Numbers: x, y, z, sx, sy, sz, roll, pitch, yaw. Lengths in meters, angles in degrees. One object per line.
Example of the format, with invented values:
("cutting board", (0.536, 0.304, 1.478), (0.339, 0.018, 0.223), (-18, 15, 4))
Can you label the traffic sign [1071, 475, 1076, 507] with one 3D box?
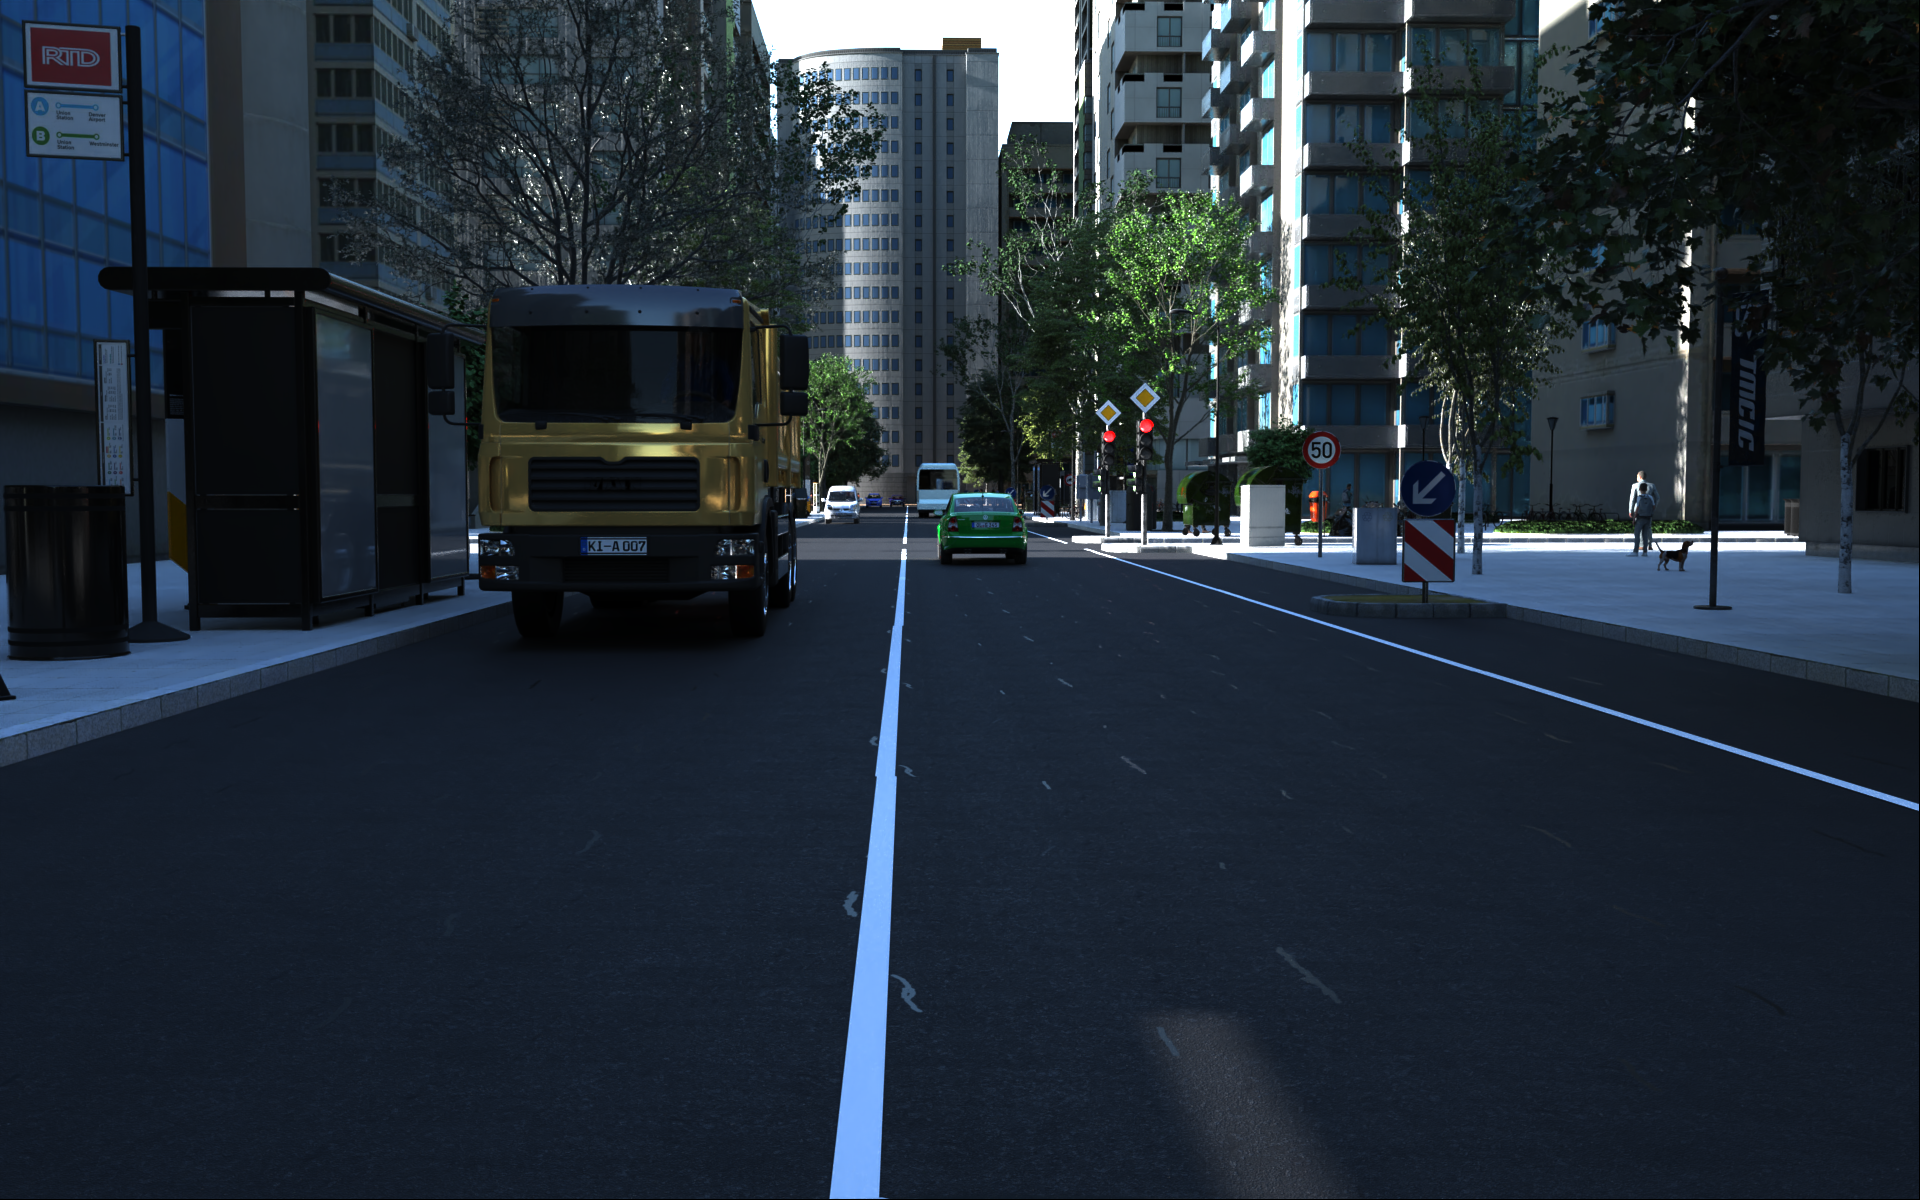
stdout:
("traffic sign", (7.049, -6.712, 109.840), (0.768, 2.556, 0.104), (0, 4, 5))

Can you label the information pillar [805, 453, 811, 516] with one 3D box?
("information pillar", (-8.792, -6.609, 99.405), (0.504, 3.616, 0.183), (-3, 5, -44))

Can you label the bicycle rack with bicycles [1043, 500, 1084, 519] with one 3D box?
("bicycle rack with bicycles", (5.937, -5.188, 98.199), (2.852, 0.926, 2.925), (1, 4, 10))

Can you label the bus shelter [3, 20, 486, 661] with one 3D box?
("bus shelter", (-6.936, -2.440, 17.518), (2.179, 5.291, 8.768), (0, 4, -2))

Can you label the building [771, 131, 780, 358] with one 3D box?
("building", (-26.576, -30.734, 186.092), (14.086, 41.232, 14.154), (0, 4, -2))

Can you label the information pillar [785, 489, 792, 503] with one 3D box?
("information pillar", (-8.743, -5.134, 88.425), (0.304, 2.012, 0.304), (0, 4, 6))

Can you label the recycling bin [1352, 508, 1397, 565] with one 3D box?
("recycling bin", (7.606, -1.176, 31.790), (0.722, 1.027, 0.722), (0, 4, 5))

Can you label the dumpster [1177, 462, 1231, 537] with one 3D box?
("dumpster", (7.507, -3.082, 52.878), (1.502, 2.255, 1.985), (0, 4, -2))

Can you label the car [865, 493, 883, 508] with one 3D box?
("car", (-9.122, -10.652, 183.745), (1.945, 1.707, 3.694), (0, 4, -2))

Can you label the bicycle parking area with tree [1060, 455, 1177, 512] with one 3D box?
("bicycle parking area with tree", (10.885, -8.325, 123.118), (9.016, 4.147, 8.231), (0, 4, 6))

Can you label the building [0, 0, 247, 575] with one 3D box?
("building", (-21.955, -23.142, 28.478), (14.200, 45.320, 14.600), (0, 4, -2))

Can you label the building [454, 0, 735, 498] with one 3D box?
("building", (-20.860, -25.566, 101.594), (14.154, 41.232, 14.086), (0, 4, -2))

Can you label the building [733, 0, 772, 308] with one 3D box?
("building", (-29.423, -33.087, 164.668), (21.300, 48.544, 21.600), (0, 4, -2))

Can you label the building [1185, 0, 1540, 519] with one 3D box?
("building", (26.237, -29.342, 99.343), (23.786, 49.044, 30.456), (0, 4, -2))

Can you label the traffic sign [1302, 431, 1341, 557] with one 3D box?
("traffic sign", (7.303, -2.137, 35.050), (0.768, 2.556, 0.104), (0, 4, 7))

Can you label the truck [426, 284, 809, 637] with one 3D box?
("truck", (-3.287, -1.442, 19.501), (3.469, 3.379, 9.791), (0, 4, -3))

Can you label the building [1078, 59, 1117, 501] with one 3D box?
("building", (18.243, -29.567, 167.014), (14.154, 41.232, 14.086), (0, 4, -2))

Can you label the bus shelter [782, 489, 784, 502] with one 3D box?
("bus shelter", (-10.004, -6.131, 91.527), (1.731, 3.624, 6.357), (0, 4, -2))

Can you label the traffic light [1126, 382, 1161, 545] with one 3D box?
("traffic light", (4.625, -3.345, 43.612), (0.839, 4.253, 0.868), (0, 4, -2))

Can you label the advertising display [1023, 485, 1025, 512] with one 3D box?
("advertising display", (4.500, -7.109, 121.442), (0.123, 1.923, 0.974), (0, 4, 4))

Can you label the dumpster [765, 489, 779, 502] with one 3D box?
("dumpster", (-8.974, -4.532, 79.853), (1.264, 1.857, 1.865), (0, 4, -2))

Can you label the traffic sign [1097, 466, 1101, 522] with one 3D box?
("traffic sign", (6.441, -4.898, 80.090), (0.884, 2.594, 0.081), (0, 4, -1))

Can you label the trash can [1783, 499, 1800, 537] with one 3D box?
("trash can", (25.626, -2.536, 53.119), (0.748, 1.137, 0.748), (0, 3, 0))

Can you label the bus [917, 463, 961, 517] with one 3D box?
("bus", (-1.356, -7.021, 109.652), (2.948, 3.499, 13.247), (0, 4, -1))

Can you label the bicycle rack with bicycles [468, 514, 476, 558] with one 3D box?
("bicycle rack with bicycles", (-8.314, -1.096, 31.294), (2.852, 0.926, 2.925), (-1, 4, -15))

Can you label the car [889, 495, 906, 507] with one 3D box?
("car", (-7.122, -11.253, 196.574), (1.945, 1.354, 3.894), (0, 4, -2))

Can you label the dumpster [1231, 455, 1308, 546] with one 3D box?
("dumpster", (7.841, -2.520, 43.689), (1.502, 2.255, 1.985), (0, 4, -2))

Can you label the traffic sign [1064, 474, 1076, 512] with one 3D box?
("traffic sign", (6.954, -6.679, 109.300), (0.768, 2.556, 0.104), (0, 4, 7))

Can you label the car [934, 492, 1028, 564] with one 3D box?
("car", (0.430, -1.713, 36.801), (1.959, 1.807, 4.718), (0, 4, -2))

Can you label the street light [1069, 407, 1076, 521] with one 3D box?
("street light", (4.925, -6.810, 83.890), (1.470, 5.913, 1.316), (0, 4, -2))

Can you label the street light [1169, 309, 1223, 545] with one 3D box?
("street light", (5.951, -4.348, 43.638), (1.470, 5.913, 1.316), (0, 4, -2))

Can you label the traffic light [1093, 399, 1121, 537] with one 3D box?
("traffic light", (4.388, -3.833, 51.594), (0.839, 4.253, 0.868), (0, 4, -2))

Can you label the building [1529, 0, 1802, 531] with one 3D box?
("building", (35.204, -27.253, 69.294), (21.600, 48.544, 21.300), (0, 4, -2))

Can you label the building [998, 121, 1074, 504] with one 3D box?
("building", (15.449, -37.009, 228.800), (21.600, 48.544, 21.300), (0, 4, -2))

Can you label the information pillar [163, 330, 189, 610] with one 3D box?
("information pillar", (-8.520, -1.702, 19.183), (0.504, 3.616, 0.183), (-3, 5, -40))

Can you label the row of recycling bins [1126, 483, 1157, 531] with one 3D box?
("row of recycling bins", (6.470, -3.355, 61.959), (1.069, 1.692, 3.534), (1, 4, 10))

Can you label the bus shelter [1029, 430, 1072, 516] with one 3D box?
("bus shelter", (5.428, -7.860, 106.149), (2.179, 5.291, 8.768), (0, 4, -2))

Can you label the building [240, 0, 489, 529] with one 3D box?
("building", (-34.159, -23.066, 69.006), (32.217, 40.220, 23.993), (0, 4, -2))

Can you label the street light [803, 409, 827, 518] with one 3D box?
("street light", (-7.952, -7.452, 94.388), (1.470, 5.913, 1.316), (0, 4, -2))

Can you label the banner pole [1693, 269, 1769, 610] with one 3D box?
("banner pole", (8.506, -1.774, 19.023), (0.401, 3.779, 0.863), (-2, 4, -25))

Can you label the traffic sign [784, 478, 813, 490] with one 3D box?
("traffic sign", (-10.261, -6.954, 107.568), (2.265, 3.308, 0.079), (0, 4, 5))

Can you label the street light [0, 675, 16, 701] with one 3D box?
("street light", (-5.545, -2.329, 10.614), (1.470, 5.913, 1.316), (0, 4, -2))

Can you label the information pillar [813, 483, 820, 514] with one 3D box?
("information pillar", (-9.454, -6.708, 114.167), (0.304, 2.012, 0.304), (3, 5, 40))

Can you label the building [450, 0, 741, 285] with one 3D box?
("building", (-32.119, -33.683, 139.948), (28.713, 52.752, 27.495), (0, 4, -2))

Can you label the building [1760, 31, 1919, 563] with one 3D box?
("building", (23.480, -12.340, 20.833), (14.314, 24.678, 30.058), (0, 4, -2))

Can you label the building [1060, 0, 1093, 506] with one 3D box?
("building", (20.966, -45.581, 183.503), (20.563, 71.187, 20.611), (0, 4, -2))

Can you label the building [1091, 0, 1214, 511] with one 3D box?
("building", (25.816, -34.026, 145.569), (28.713, 52.752, 27.495), (0, 4, -2))

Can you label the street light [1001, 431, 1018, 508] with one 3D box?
("street light", (3.685, -9.432, 126.753), (1.470, 5.913, 1.316), (0, 4, -2))

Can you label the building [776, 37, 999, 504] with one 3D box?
("building", (-9.502, -41.907, 227.172), (28.212, 58.520, 21.231), (0, 4, -2))

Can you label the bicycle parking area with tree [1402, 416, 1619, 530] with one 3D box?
("bicycle parking area with tree", (19.562, -4.712, 64.036), (8.231, 4.147, 9.016), (0, 4, 1))

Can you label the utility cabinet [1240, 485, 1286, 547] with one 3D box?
("utility cabinet", (7.313, -2.028, 41.838), (1.173, 1.500, 0.318), (-2, 4, -33))
